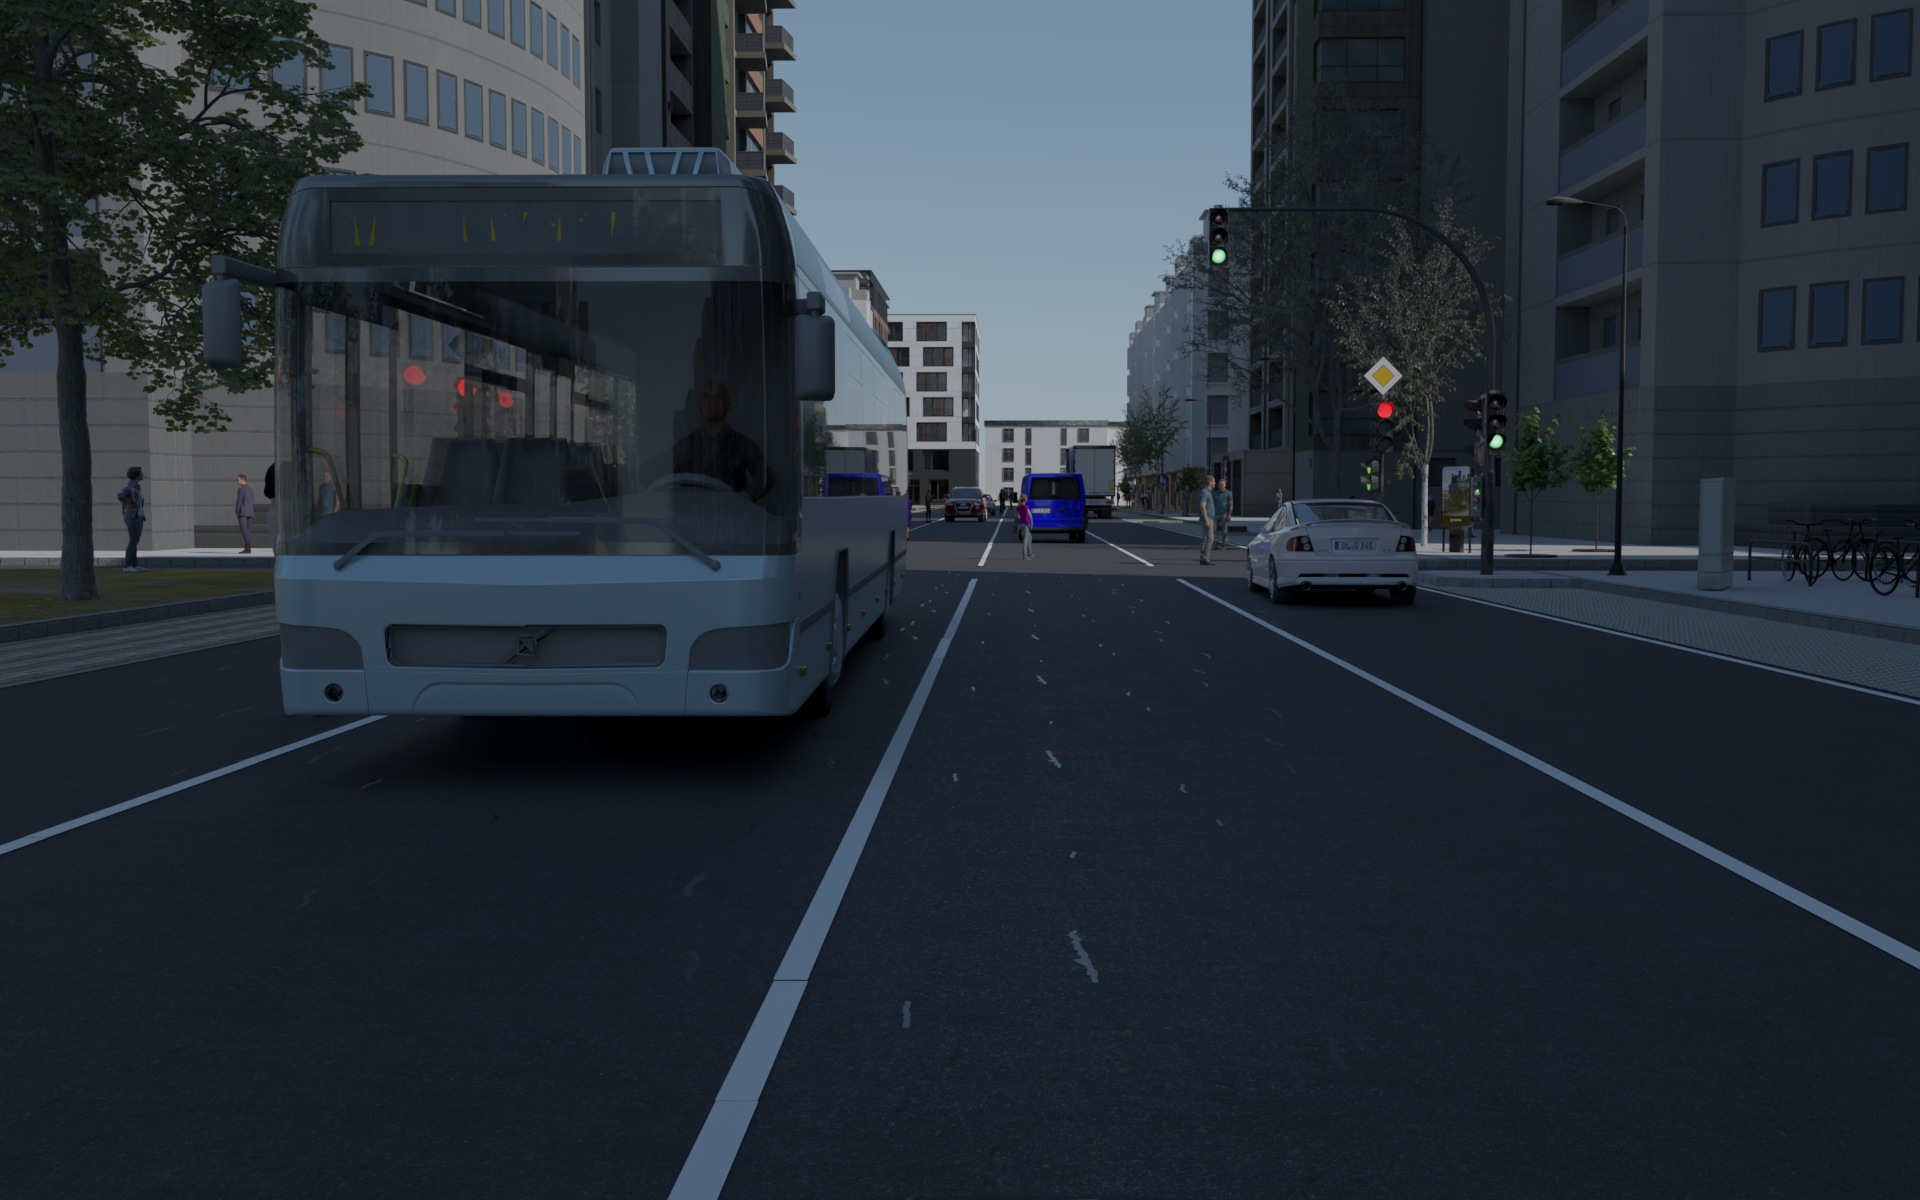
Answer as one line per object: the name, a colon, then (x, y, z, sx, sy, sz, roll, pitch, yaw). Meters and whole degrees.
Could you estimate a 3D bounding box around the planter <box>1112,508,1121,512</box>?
planter: (11.834, -7.196, 138.793, 1.991, 0.319, 1.994, 0, 4, 2)

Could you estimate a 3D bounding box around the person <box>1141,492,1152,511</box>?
person: (13.948, -7.389, 130.034, 0.628, 1.438, 0.799, 2, 4, 34)

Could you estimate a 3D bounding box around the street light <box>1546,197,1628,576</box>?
street light: (9.860, -3.346, 27.242, 1.470, 5.913, 1.316, 0, 4, 2)

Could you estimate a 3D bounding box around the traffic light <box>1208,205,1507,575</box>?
traffic light: (6.272, -3.226, 27.412, 4.771, 5.953, 1.251, 0, 4, 2)

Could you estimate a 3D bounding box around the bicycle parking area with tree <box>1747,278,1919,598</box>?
bicycle parking area with tree: (15.311, -2.190, 22.814, 8.231, 4.147, 9.016, 1, 4, 12)

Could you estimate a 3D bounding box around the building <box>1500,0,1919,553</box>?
building: (31.307, -30.786, 45.354, 28.212, 58.520, 21.231, 0, 4, 2)

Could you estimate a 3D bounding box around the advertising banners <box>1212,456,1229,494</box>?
advertising banners: (11.786, -5.098, 79.536, 0.090, 3.025, 2.074, -2, 4, -23)

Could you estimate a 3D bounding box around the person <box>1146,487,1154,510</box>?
person: (15.233, -8.106, 138.450, 0.709, 1.838, 0.599, 2, 4, 32)

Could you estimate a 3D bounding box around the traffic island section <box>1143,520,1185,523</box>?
traffic island section: (10.243, -3.933, 87.167, 1.991, 0.108, 1.994, 0, 4, 2)

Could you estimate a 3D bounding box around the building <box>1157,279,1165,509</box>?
building: (23.799, -16.862, 132.120, 16.016, 20.091, 11.380, 0, 4, 2)

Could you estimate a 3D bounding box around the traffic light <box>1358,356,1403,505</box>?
traffic light: (8.611, -2.847, 35.471, 0.839, 4.253, 0.868, 0, 4, 2)

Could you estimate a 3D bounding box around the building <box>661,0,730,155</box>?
building: (-17.855, -18.455, 73.446, 14.160, 30.474, 14.107, 0, 4, 2)

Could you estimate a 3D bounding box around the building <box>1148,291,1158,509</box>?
building: (24.364, -17.570, 143.693, 16.016, 20.091, 11.380, 0, 4, 2)

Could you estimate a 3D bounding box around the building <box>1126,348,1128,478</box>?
building: (25.357, -19.695, 178.431, 16.016, 20.091, 11.380, 0, 4, 2)

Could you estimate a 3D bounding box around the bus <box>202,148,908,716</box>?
bus: (-1.998, -1.169, 13.977, 2.948, 3.499, 13.247, 0, 4, 1)

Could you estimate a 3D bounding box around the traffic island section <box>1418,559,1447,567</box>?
traffic island section: (8.651, -0.814, 35.583, 2.009, 0.180, 2.903, 0, 4, 2)

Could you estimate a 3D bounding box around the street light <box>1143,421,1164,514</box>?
street light: (12.327, -8.410, 110.042, 1.470, 5.913, 1.316, 0, 4, 2)

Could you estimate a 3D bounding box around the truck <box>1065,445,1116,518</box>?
truck: (7.759, -7.100, 104.993, 2.839, 4.237, 11.283, 0, 4, 0)

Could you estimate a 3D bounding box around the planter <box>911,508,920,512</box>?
planter: (-4.176, -7.137, 137.831, 1.991, 0.319, 1.994, 0, 4, 2)

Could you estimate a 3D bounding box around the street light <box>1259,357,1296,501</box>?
street light: (10.808, -5.278, 58.837, 1.470, 5.913, 1.316, 0, 4, 2)

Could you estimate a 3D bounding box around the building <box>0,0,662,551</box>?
building: (-22.237, -31.151, 51.316, 21.231, 58.520, 28.212, 0, 4, 2)

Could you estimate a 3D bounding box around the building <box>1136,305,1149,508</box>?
building: (24.508, -18.277, 155.249, 16.016, 20.091, 11.380, 0, 4, 2)

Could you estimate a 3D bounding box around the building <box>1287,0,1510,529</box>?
building: (20.074, -18.173, 68.835, 14.160, 30.474, 14.107, 0, 4, 2)

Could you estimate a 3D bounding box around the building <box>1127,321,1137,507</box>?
building: (24.780, -18.972, 166.605, 16.016, 20.091, 11.380, 0, 4, 2)

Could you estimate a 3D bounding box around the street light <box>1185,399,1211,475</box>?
street light: (11.647, -6.851, 84.551, 1.470, 5.913, 1.316, 0, 4, 2)

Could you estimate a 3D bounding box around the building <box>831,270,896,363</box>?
building: (-23.931, -20.088, 172.416, 32.646, 21.610, 27.936, 0, 4, 2)

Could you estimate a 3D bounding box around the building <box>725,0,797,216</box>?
building: (-20.915, -26.945, 95.167, 22.147, 44.769, 28.867, 0, 4, 2)

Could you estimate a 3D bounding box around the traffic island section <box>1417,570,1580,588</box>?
traffic island section: (8.405, -0.325, 27.602, 2.009, 0.180, 2.903, 0, 4, 2)

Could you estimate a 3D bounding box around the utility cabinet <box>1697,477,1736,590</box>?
utility cabinet: (10.207, -0.900, 23.389, 0.318, 1.500, 1.173, 2, 4, 31)

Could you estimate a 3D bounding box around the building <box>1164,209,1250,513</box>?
building: (22.976, -16.169, 120.781, 16.016, 20.091, 11.380, 0, 4, 2)

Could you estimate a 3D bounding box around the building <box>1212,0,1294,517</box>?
building: (25.865, -40.298, 97.120, 20.563, 71.187, 20.611, 0, 4, 2)

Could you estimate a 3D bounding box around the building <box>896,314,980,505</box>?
building: (-14.111, -22.434, 210.767, 32.646, 21.610, 27.936, 0, 4, 2)

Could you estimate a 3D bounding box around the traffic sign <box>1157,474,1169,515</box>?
traffic sign: (12.618, -6.583, 107.730, 0.768, 2.556, 0.104, 1, 4, 10)

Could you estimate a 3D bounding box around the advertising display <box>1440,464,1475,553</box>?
advertising display: (10.910, -2.006, 38.009, 0.123, 1.923, 0.974, -2, 4, -25)

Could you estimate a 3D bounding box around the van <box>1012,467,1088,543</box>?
van: (2.750, -2.947, 52.564, 2.240, 2.365, 5.245, 0, 3, 0)

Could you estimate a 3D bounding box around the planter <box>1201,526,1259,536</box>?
planter: (9.414, -2.391, 60.230, 1.991, 0.319, 1.994, 0, 4, 2)

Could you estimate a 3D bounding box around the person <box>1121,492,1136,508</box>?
person: (15.066, -9.100, 154.925, 1.348, 1.812, 0.705, 0, 4, 1)

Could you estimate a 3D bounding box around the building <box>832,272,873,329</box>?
building: (-15.247, -17.698, 145.788, 16.016, 20.091, 11.380, 0, 4, 2)

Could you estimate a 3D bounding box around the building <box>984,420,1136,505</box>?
building: (16.892, -15.840, 201.125, 28.070, 9.664, 9.099, 0, 4, 2)
